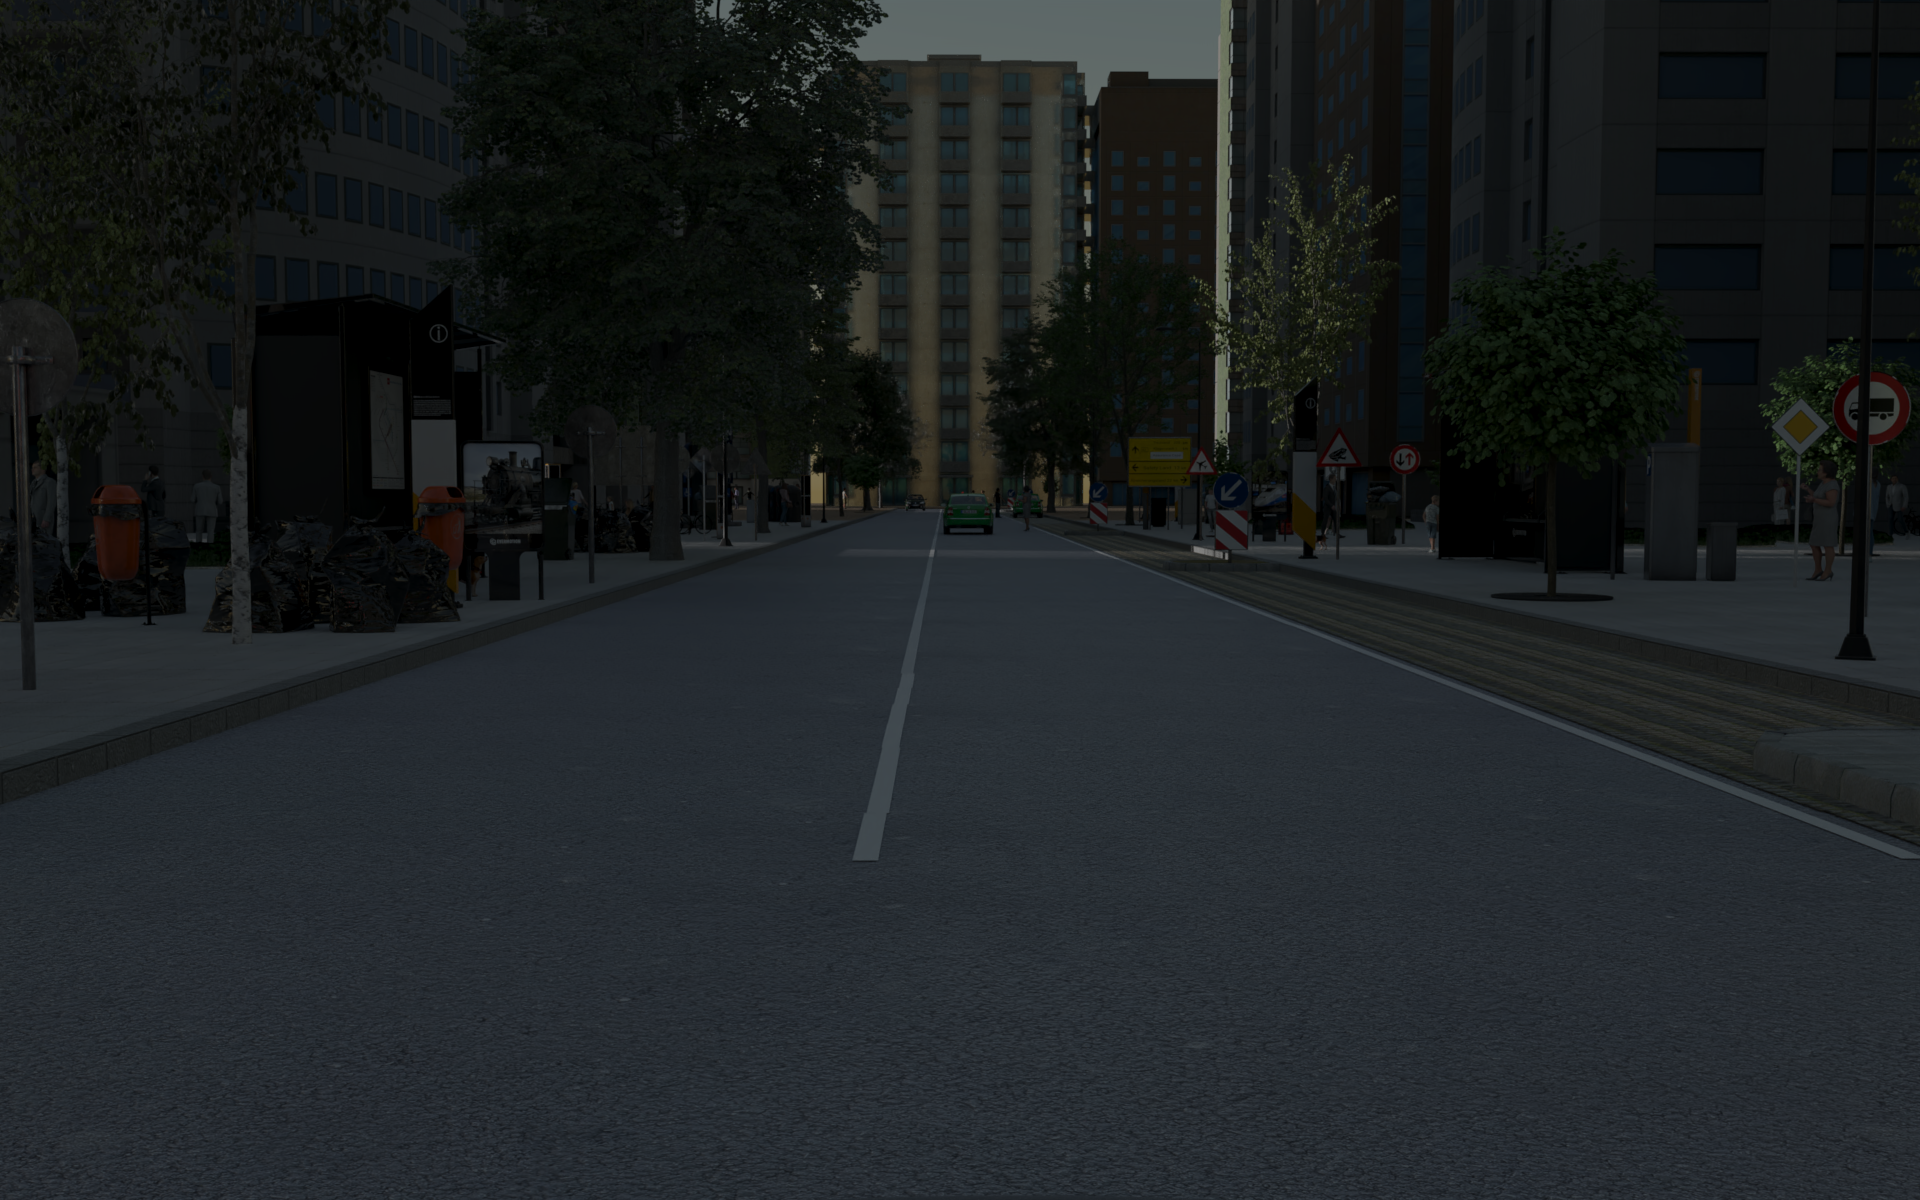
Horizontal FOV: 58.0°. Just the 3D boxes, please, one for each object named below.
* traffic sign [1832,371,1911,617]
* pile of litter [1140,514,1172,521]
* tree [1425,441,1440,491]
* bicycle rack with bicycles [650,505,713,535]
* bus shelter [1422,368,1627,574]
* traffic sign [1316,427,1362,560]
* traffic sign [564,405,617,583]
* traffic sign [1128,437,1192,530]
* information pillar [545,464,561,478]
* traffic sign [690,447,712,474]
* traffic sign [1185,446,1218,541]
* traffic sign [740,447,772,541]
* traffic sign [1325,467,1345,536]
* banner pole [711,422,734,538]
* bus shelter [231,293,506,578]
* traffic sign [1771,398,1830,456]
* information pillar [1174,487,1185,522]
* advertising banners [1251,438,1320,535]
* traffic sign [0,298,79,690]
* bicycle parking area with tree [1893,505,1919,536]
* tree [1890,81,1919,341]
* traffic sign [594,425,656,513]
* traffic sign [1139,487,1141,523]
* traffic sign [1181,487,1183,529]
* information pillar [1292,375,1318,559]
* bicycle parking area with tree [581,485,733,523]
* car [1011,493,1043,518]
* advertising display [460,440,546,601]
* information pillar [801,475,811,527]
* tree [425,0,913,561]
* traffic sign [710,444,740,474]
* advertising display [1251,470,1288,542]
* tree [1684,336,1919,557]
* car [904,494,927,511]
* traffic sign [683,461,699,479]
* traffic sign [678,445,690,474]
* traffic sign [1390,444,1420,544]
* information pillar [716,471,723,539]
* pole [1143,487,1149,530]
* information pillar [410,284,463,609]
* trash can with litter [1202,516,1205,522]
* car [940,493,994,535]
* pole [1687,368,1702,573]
[{"bbox_3d":[9.444,-1.096,18.033,0.768,2.556,0.104,0,4,7],"label":"traffic sign"},{"bbox_3d":[9.218,-4.136,81.589,1.719,0.858,1.176,0,4,6],"label":"pile of litter"},{"bbox_3d":[14.749,-3.470,51.335,1.663,3.219,1.824,0,3,0],"label":"tree"},{"bbox_3d":[-9.348,-2.559,55.215,2.925,0.926,2.852,0,4,-6],"label":"bicycle rack with bicycles"},{"bbox_3d":[9.910,-2.421,30.862,1.731,3.624,6.357,0,4,-1],"label":"bus shelter"},{"bbox_3d":[7.388,-2.068,33.818,0.884,2.594,0.081,0,4,7],"label":"traffic sign"},{"bbox_3d":[-5.290,-1.511,24.804,0.768,2.556,0.104,0,4,4],"label":"traffic sign"},{"bbox_3d":[7.107,-4.149,61.707,2.265,3.308,0.079,0,4,7],"label":"traffic sign"},{"bbox_3d":[-9.918,-2.310,42.261,0.304,2.012,0.304,-2,4,-26],"label":"information pillar"},{"bbox_3d":[-6.934,-2.882,46.861,0.795,2.593,0.064,1,4,9],"label":"traffic sign"},{"bbox_3d":[6.587,-2.893,47.306,0.884,2.594,0.081,0,4,0],"label":"traffic sign"},{"bbox_3d":[-5.615,-2.912,47.615,0.884,2.594,0.081,0,4,5],"label":"traffic sign"},{"bbox_3d":[11.430,-3.101,52.835,0.606,2.300,0.079,1,4,9],"label":"traffic sign"},{"bbox_3d":[-6.957,-3.721,50.855,0.863,3.779,0.401,2,4,35],"label":"banner pole"},{"bbox_3d":[-7.742,-1.964,23.393,1.731,3.624,6.357,0,4,0],"label":"bus shelter"},{"bbox_3d":[11.495,-1.466,23.701,0.795,2.593,0.064,0,4,2],"label":"traffic sign"},{"bbox_3d":[10.214,-5.451,80.471,0.504,3.616,0.183,-1,4,-8],"label":"information pillar"},{"bbox_3d":[10.208,-3.555,54.317,2.074,3.025,0.090,0,4,5],"label":"advertising banners"},{"bbox_3d":[-6.103,-0.683,11.280,0.768,2.556,0.104,0,4,6],"label":"traffic sign"},{"bbox_3d":[31.598,-3.855,50.032,9.016,4.147,8.231,3,4,38],"label":"bicycle parking area with tree"},{"bbox_3d":[16.102,-4.649,26.366,4.737,8.622,4.395,0,3,0],"label":"tree"},{"bbox_3d":[-9.764,-3.520,51.421,2.265,3.308,0.079,0,4,7],"label":"traffic sign"},{"bbox_3d":[8.082,-4.763,77.875,0.884,2.594,0.081,0,4,3],"label":"traffic sign"},{"bbox_3d":[8.171,-3.892,63.739,0.768,2.556,0.104,0,4,5],"label":"traffic sign"},{"bbox_3d":[6.815,-2.618,34.166,0.504,3.616,0.183,-1,4,-15],"label":"information pillar"},{"bbox_3d":[-14.502,-5.500,76.935,9.016,4.147,8.231,3,5,39],"label":"bicycle parking area with tree"},{"bbox_3d":[4.062,-5.838,104.247,1.959,1.807,4.718,0,4,1],"label":"car"},{"bbox_3d":[-5.496,-0.957,20.855,0.974,1.923,0.123,-1,4,-13],"label":"advertising display"},{"bbox_3d":[-5.945,-3.812,66.825,0.304,2.012,0.304,-2,4,-30],"label":"information pillar"},{"bbox_3d":[-5.796,-7.748,33.327,9.857,13.997,8.962,0,3,0],"label":"tree"},{"bbox_3d":[-5.895,-2.652,43.474,0.768,2.556,0.104,0,4,3],"label":"traffic sign"},{"bbox_3d":[8.358,-2.541,46.754,0.974,1.923,0.123,1,4,11],"label":"advertising display"},{"bbox_3d":[18.363,-3.202,36.074,4.285,4.588,4.351,0,3,0],"label":"tree"},{"bbox_3d":[-3.840,-8.507,148.872,2.009,1.686,4.222,0,4,-2],"label":"car"},{"bbox_3d":[-9.657,-3.781,61.558,0.795,2.593,0.064,0,4,5],"label":"traffic sign"},{"bbox_3d":[-7.277,-2.704,44.324,0.768,2.556,0.104,1,4,9],"label":"traffic sign"},{"bbox_3d":[11.406,-2.714,44.488,0.768,2.556,0.104,0,4,4],"label":"traffic sign"},{"bbox_3d":[-6.738,-2.722,49.001,0.304,2.012,0.304,-1,4,-9],"label":"information pillar"},{"bbox_3d":[6.686,-4.183,62.232,0.158,3.312,0.155,0,3,0],"label":"pole"},{"bbox_3d":[-5.872,-1.715,19.388,0.504,3.616,0.183,0,4,1],"label":"information pillar"},{"bbox_3d":[10.844,-4.124,78.811,1.055,1.170,0.624,-1,4,-13],"label":"trash can with litter"},{"bbox_3d":[0.269,-3.298,62.723,1.959,1.807,4.718,0,4,-1],"label":"car"},{"bbox_3d":[11.942,-2.103,28.226,0.158,3.312,0.155,0,3,0],"label":"pole"}]
